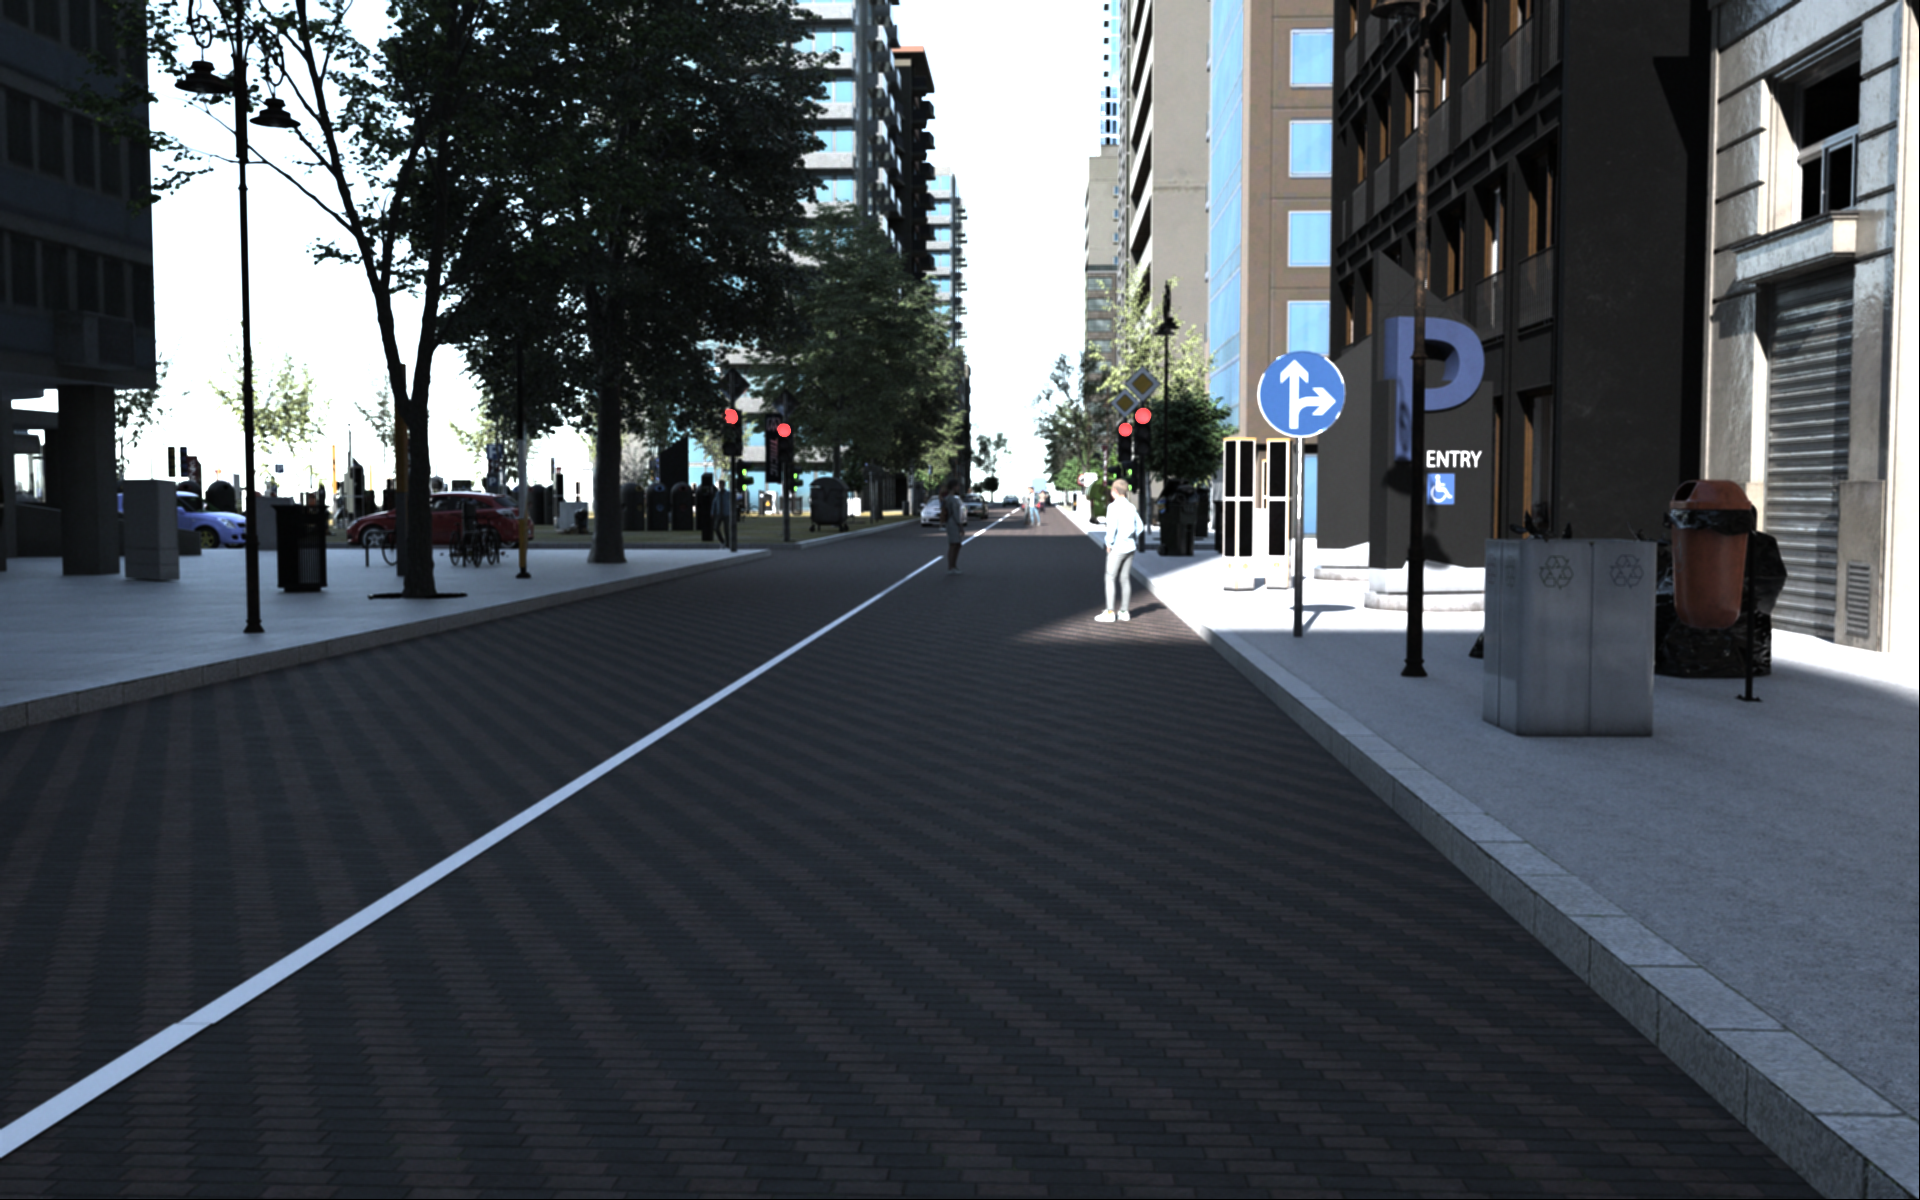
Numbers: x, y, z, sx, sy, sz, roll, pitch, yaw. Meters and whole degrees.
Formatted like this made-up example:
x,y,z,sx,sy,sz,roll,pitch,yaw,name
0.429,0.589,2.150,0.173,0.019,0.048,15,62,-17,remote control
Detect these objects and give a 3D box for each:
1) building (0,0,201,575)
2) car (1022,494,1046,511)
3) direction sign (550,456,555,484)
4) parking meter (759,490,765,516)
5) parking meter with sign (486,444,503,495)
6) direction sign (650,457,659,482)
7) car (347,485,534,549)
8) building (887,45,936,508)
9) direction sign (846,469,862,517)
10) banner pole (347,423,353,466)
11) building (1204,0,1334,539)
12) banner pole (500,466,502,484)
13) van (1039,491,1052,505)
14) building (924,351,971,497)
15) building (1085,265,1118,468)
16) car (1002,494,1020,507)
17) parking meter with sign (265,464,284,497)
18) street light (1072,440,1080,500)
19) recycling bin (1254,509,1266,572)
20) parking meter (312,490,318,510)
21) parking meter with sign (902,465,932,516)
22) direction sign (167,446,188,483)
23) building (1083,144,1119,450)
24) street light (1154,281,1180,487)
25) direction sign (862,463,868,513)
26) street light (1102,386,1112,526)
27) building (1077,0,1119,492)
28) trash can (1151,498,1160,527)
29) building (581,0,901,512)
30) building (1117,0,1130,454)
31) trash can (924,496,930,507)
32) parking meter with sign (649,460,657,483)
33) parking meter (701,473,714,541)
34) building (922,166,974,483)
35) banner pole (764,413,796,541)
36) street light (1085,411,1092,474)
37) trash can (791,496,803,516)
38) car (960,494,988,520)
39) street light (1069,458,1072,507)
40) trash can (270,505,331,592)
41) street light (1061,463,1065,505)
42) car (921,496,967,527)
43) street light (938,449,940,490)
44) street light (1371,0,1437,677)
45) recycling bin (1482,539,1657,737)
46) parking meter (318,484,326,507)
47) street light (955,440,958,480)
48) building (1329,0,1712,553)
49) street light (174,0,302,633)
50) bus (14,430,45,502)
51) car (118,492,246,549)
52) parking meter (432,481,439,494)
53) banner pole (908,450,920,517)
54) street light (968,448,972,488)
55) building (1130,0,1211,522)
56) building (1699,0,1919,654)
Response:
x,y,z,sx,sy,sz,roll,pitch,yaw,name
-25.057,-20.166,21.600,23.993,40.220,32.217,0,4,3,building
6.141,-8.350,145.566,2.155,1.783,4.494,0,4,4,car
-24.601,-6.892,104.681,0.379,3.537,0.876,-2,4,-30,direction sign
-11.746,-5.769,102.731,0.372,1.533,0.369,0,3,0,parking meter
-15.948,-3.844,59.113,0.543,3.016,1.738,-1,4,-10,parking meter with sign
-18.596,-6.941,105.487,0.876,3.537,0.379,3,5,43,direction sign
-12.754,-2.042,42.431,4.494,1.783,2.155,0,4,4,car
-13.808,-31.383,167.731,22.147,44.769,28.867,0,4,3,building
-6.125,-6.459,97.605,0.876,3.537,0.379,-1,4,-19,direction sign
-21.386,-4.332,60.848,0.401,3.779,0.863,-2,4,-28,banner pole
15.550,-24.735,54.526,14.200,45.320,14.600,0,4,3,building
-31.535,-7.872,118.724,0.863,3.779,0.401,-2,4,-24,banner pole
10.869,-13.249,223.629,2.013,2.044,4.112,0,4,1,van
-12.920,-23.197,224.310,27.650,21.520,28.899,0,4,3,building
22.793,-27.331,218.557,14.160,30.474,14.107,0,4,3,building
5.762,-11.242,195.600,2.131,1.459,4.920,0,4,2,car
-39.719,-6.344,99.978,1.738,3.016,0.543,3,4,37,parking meter with sign
8.262,-9.048,120.714,0.468,5.910,1.993,0,4,3,street light
4.930,-1.008,29.027,0.722,1.027,0.722,2,4,29,recycling bin
-44.857,-6.851,120.430,0.372,1.533,0.369,0,3,0,parking meter
-2.569,-6.581,103.860,1.738,3.016,0.543,-1,4,-18,parking meter with sign
-36.972,-5.500,81.916,0.876,3.537,0.379,-1,4,-17,direction sign
27.777,-37.426,235.611,21.300,48.544,21.600,0,4,3,building
4.477,-3.967,37.656,0.468,5.910,1.993,0,4,3,street light
-6.835,-7.835,120.095,0.876,3.537,0.379,0,4,-1,direction sign
5.943,-5.930,69.743,0.468,5.910,1.993,0,4,3,street light
29.271,-58.027,261.406,22.319,86.520,31.000,0,4,3,building
7.806,-3.451,68.072,0.748,1.137,0.748,0,3,0,trash can
-16.415,-31.676,137.506,23.786,49.044,30.456,0,4,3,building
25.109,-45.481,181.872,20.563,71.187,20.611,0,4,3,building
-2.285,-6.194,112.921,0.748,1.137,0.748,0,3,0,trash can
-14.814,-5.571,87.353,1.738,3.016,0.543,2,4,30,parking meter with sign
-6.879,-2.536,47.169,0.255,1.863,0.399,0,4,5,parking meter
-10.137,-38.739,252.994,23.786,49.044,30.456,0,4,3,building
-4.917,-3.500,47.244,0.863,3.779,0.401,0,4,7,banner pole
7.074,-7.483,95.133,0.468,5.910,1.993,0,4,3,street light
-9.769,-5.635,103.782,0.748,1.137,0.748,0,3,0,trash can
0.639,-5.385,97.827,2.009,1.686,4.222,0,4,4,car
9.508,-10.550,145.272,0.468,5.910,1.993,0,4,3,street light
-8.656,-0.680,22.772,0.748,1.137,0.748,0,3,0,trash can
11.952,-13.713,197.000,0.468,5.910,1.993,0,4,3,street light
-0.676,-3.967,77.214,2.083,1.381,4.827,0,4,3,car
-1.482,-9.197,123.165,0.468,5.910,1.993,0,4,3,street light
3.206,-2.401,12.050,0.468,5.910,1.993,0,4,3,street light
3.318,0.188,9.474,0.722,1.027,0.722,0,4,1,recycling bin
-32.320,-5.018,87.761,0.399,1.863,0.255,-1,4,-21,parking meter
-0.313,-10.791,149.215,0.468,5.910,1.993,0,4,3,street light
13.226,-12.028,26.330,12.332,23.373,15.834,0,4,3,building
-6.549,-2.636,15.887,0.468,5.910,1.993,0,4,3,street light
-29.195,-2.975,43.495,13.247,3.499,2.948,0,4,2,bus
-19.900,-2.111,44.109,3.694,1.707,1.945,0,4,3,car
-23.633,-4.423,78.034,0.255,1.863,0.399,-2,4,-27,parking meter
-2.642,-6.674,99.141,0.863,3.779,0.401,2,4,33,banner pole
1.045,-12.355,174.791,0.468,5.910,1.993,0,4,3,street light
19.751,-28.335,86.986,21.300,48.544,21.600,0,4,3,building
14.201,-10.368,2.798,16.112,22.955,30.059,0,4,3,building
